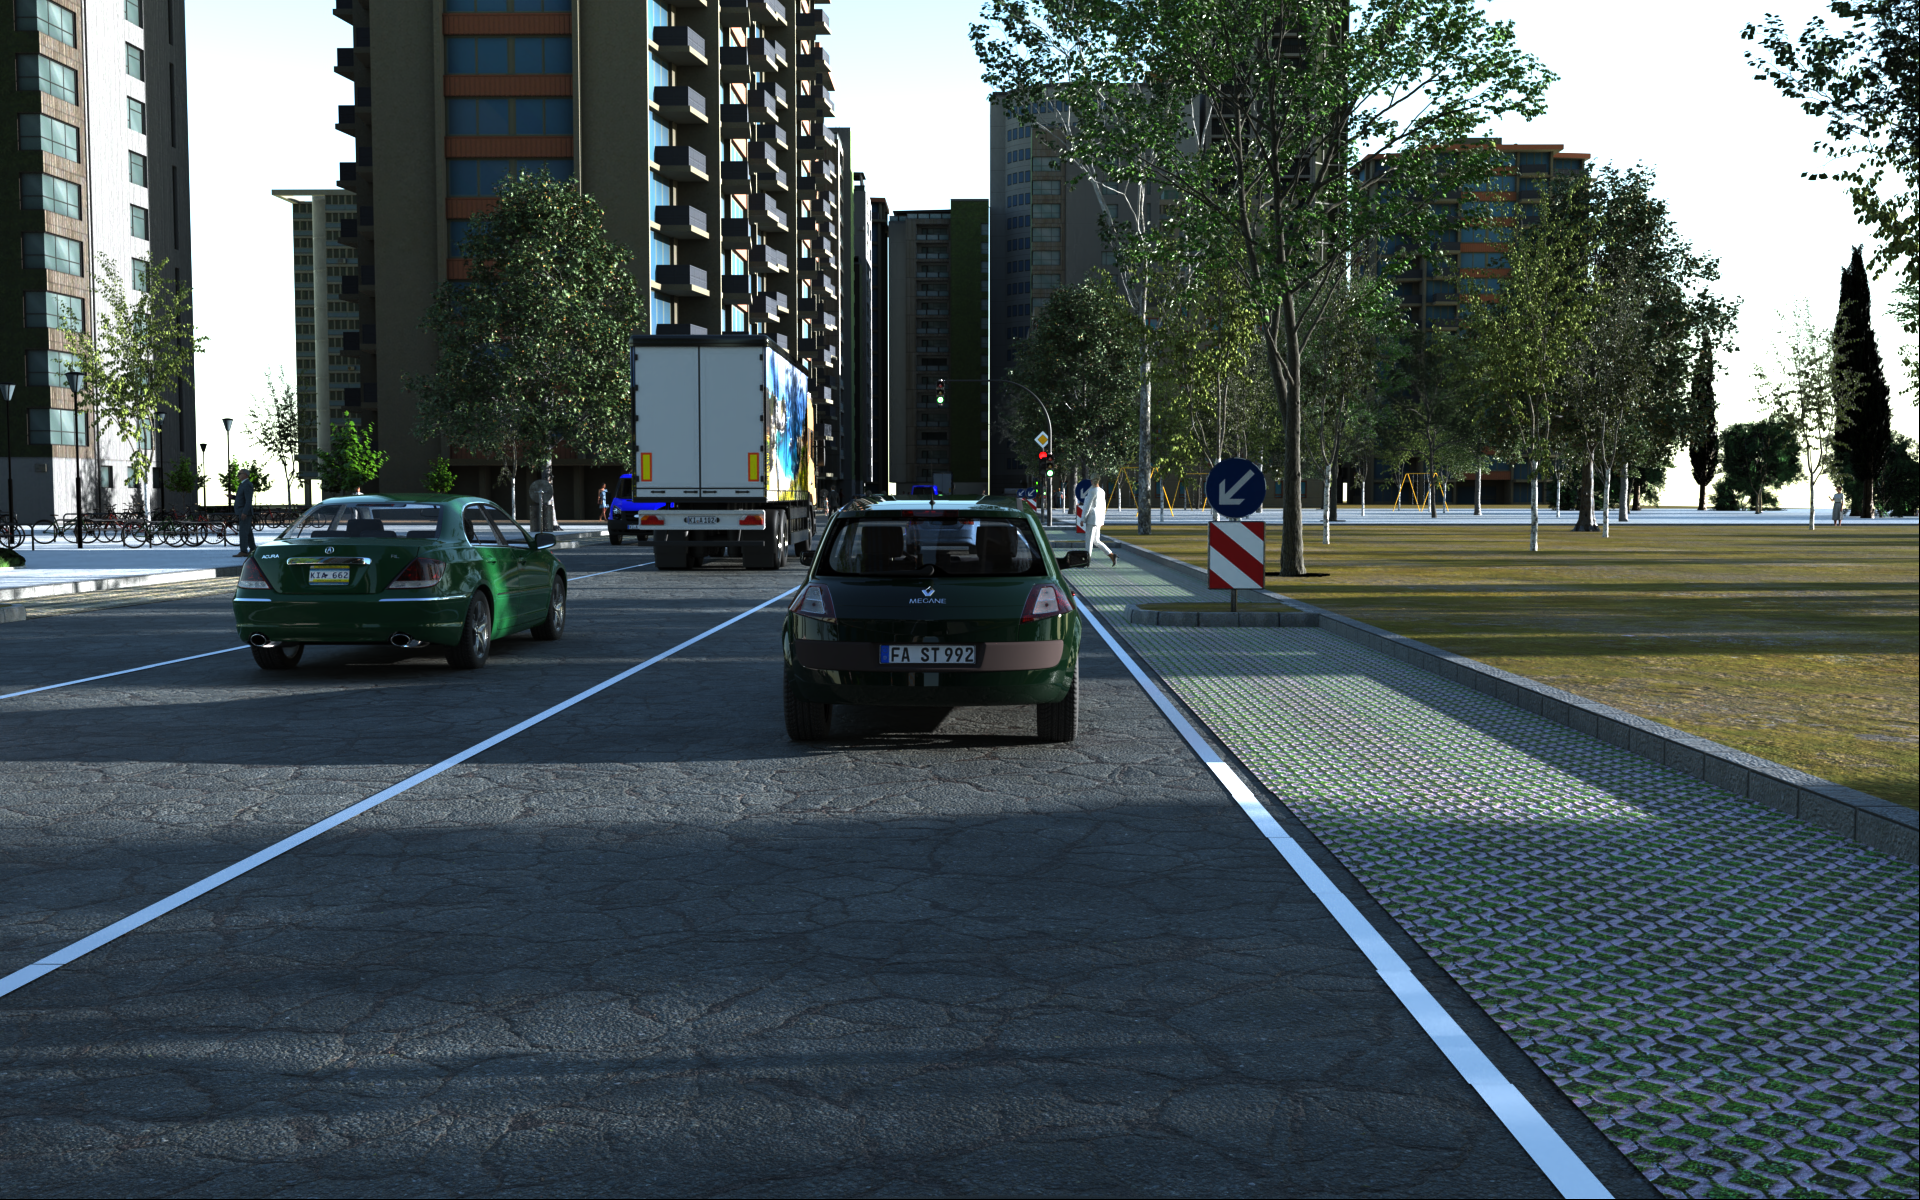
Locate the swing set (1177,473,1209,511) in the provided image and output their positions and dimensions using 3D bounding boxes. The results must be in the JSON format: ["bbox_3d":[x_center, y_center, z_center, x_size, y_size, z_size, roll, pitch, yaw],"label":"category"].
[{"bbox_3d":[17.720,-8.096,129.990,3.119,2.851,2.862,3,5,42],"label":"swing set"}]

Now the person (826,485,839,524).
[{"bbox_3d":[-5.844,-4.336,79.170,0.659,1.850,0.755,-2,4,-32],"label":"person"}]

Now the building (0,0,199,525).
[{"bbox_3d":[-46.159,-18.950,81.541,14.107,30.474,14.160,0,4,1],"label":"building"}]

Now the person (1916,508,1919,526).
[{"bbox_3d":[39.242,-3.486,70.517,0.505,1.210,0.382,0,4,-4],"label":"person"}]

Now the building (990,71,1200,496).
[{"bbox_3d":[18.342,-42.981,244.745,28.212,58.520,21.231,0,4,1],"label":"building"}]

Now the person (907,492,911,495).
[{"bbox_3d":[-4.888,-9.703,168.617,0.593,1.643,0.415,-2,4,-35],"label":"person"}]

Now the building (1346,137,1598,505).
[{"bbox_3d":[63.588,-34.308,215.564,28.867,44.769,22.147,0,4,1],"label":"building"}]

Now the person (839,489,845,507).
[{"bbox_3d":[-11.723,-10.113,171.346,0.705,1.831,1.348,-2,4,-28],"label":"person"}]

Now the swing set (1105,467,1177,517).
[{"bbox_3d":[10.241,-6.269,100.120,2.862,2.851,3.119,-3,4,-36],"label":"swing set"}]

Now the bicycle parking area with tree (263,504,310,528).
[{"bbox_3d":[-27.618,-4.647,62.981,9.016,4.147,8.231,1,4,15],"label":"bicycle parking area with tree"}]

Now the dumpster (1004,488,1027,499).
[{"bbox_3d":[4.261,-7.582,132.181,1.865,1.857,1.264,0,4,1],"label":"dumpster"}]

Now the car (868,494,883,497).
[{"bbox_3d":[-7.181,-8.393,149.018,2.131,1.459,4.920,0,4,0],"label":"car"}]

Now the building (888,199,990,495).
[{"bbox_3d":[-2.856,-34.148,241.917,14.086,41.232,14.154,0,4,1],"label":"building"}]

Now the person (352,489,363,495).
[{"bbox_3d":[-25.379,-3.929,73.007,0.678,1.792,0.850,-2,4,-24],"label":"person"}]

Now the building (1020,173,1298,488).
[{"bbox_3d":[23.715,-31.973,214.632,32.217,40.220,23.993,0,4,1],"label":"building"}]

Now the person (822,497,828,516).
[{"bbox_3d":[-8.989,-6.233,115.425,0.505,1.210,0.382,1,4,14],"label":"person"}]

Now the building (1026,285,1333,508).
[{"bbox_3d":[20.894,-20.145,174.412,27.650,21.520,28.899,0,4,1],"label":"building"}]

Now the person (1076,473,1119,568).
[{"bbox_3d":[2.649,-1.527,33.349,0.818,1.842,0.514,1,4,11],"label":"person"}]

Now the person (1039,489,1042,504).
[{"bbox_3d":[7.408,-9.239,157.836,0.721,1.736,1.217,1,4,20],"label":"person"}]

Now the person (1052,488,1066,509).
[{"bbox_3d":[8.788,-9.039,153.907,1.350,1.814,0.705,1,4,17],"label":"person"}]

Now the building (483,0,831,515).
[{"bbox_3d":[-21.674,-29.400,135.312,22.147,44.769,28.867,0,4,1],"label":"building"}]

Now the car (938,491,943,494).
[{"bbox_3d":[-2.760,-11.488,196.501,2.281,1.827,5.304,0,4,1],"label":"car"}]

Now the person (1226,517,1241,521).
[{"bbox_3d":[5.968,-1.679,37.770,0.425,1.301,0.394,2,4,30],"label":"person"}]

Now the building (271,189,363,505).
[{"bbox_3d":[-65.971,-31.823,212.192,23.993,40.220,32.217,0,4,1],"label":"building"}]

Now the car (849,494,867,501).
[{"bbox_3d":[-9.739,-9.530,167.821,2.014,1.417,4.499,0,4,0],"label":"car"}]

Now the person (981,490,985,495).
[{"bbox_3d":[1.968,-8.379,145.843,0.374,1.781,0.599,3,4,38],"label":"person"}]

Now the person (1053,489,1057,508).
[{"bbox_3d":[8.699,-9.292,158.885,0.530,1.710,0.541,2,4,27],"label":"person"}]

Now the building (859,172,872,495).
[{"bbox_3d":[-18.391,-32.887,221.295,14.086,41.232,14.154,0,4,1],"label":"building"}]

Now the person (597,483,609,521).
[{"bbox_3d":[-16.790,-4.598,81.306,0.616,1.811,0.778,-3,5,-44],"label":"person"}]

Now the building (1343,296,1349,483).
[{"bbox_3d":[61.533,-28.736,241.526,14.107,30.474,14.160,0,4,1],"label":"building"}]

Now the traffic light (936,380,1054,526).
[{"bbox_3d":[1.447,-5.756,68.780,4.771,5.953,1.251,0,4,1],"label":"traffic light"}]

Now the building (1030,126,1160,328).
[{"bbox_3d":[14.917,-31.300,195.350,14.154,41.232,14.086,0,4,1],"label":"building"}]

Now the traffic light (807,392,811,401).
[{"bbox_3d":[-9.013,-6.263,77.075,4.771,5.953,1.251,0,4,1],"label":"traffic light"}]

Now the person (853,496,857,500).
[{"bbox_3d":[-8.138,-7.370,133.683,0.352,1.250,0.332,-2,4,-24],"label":"person"}]

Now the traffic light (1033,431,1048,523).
[{"bbox_3d":[3.654,-5.380,76.876,0.839,4.253,0.868,0,4,1],"label":"traffic light"}]

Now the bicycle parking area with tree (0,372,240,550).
[{"bbox_3d":[-22.737,-3.398,42.563,9.016,4.147,8.231,-2,4,-31],"label":"bicycle parking area with tree"}]

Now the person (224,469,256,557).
[{"bbox_3d":[-14.699,-1.785,35.409,0.590,1.801,0.661,-2,4,-29],"label":"person"}]

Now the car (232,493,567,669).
[{"bbox_3d":[-4.842,-0.233,15.606,2.131,1.459,4.920,0,3,0],"label":"car"}]

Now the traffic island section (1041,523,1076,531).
[{"bbox_3d":[3.580,-2.858,69.005,2.009,0.180,2.903,0,4,1],"label":"traffic island section"}]

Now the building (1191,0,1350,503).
[{"bbox_3d":[43.699,-49.246,243.426,20.611,71.187,20.563,0,4,1],"label":"building"}]

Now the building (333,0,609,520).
[{"bbox_3d":[-22.160,-27.098,97.669,22.147,44.769,28.867,0,4,1],"label":"building"}]

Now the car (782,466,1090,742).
[{"bbox_3d":[-0.120,-0.101,11.439,2.009,1.686,4.222,0,4,2],"label":"car"}]

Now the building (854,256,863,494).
[{"bbox_3d":[-18.843,-26.328,202.162,14.160,30.474,14.107,0,4,1],"label":"building"}]

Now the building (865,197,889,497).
[{"bbox_3d":[-24.521,-36.221,246.829,28.867,44.769,22.147,0,4,1],"label":"building"}]

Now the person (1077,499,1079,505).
[{"bbox_3d":[8.174,-7.035,121.089,0.581,1.822,0.654,-1,4,-17],"label":"person"}]

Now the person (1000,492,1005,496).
[{"bbox_3d":[5.450,-12.775,218.151,1.217,1.735,0.721,3,4,39],"label":"person"}]

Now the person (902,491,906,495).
[{"bbox_3d":[-6.035,-10.776,185.401,1.217,1.736,0.721,1,4,9],"label":"person"}]

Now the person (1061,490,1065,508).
[{"bbox_3d":[9.345,-9.155,156.668,0.436,1.711,0.756,1,4,23],"label":"person"}]

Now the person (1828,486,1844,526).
[{"bbox_3d":[35.611,-3.750,70.387,0.524,1.755,0.480,-2,4,-35],"label":"person"}]

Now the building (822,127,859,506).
[{"bbox_3d":[-18.939,-30.836,187.764,14.154,41.232,14.086,0,4,1],"label":"building"}]

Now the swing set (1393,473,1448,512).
[{"bbox_3d":[34.329,-8.016,128.689,2.862,2.851,3.119,-2,4,-32],"label":"swing set"}]
